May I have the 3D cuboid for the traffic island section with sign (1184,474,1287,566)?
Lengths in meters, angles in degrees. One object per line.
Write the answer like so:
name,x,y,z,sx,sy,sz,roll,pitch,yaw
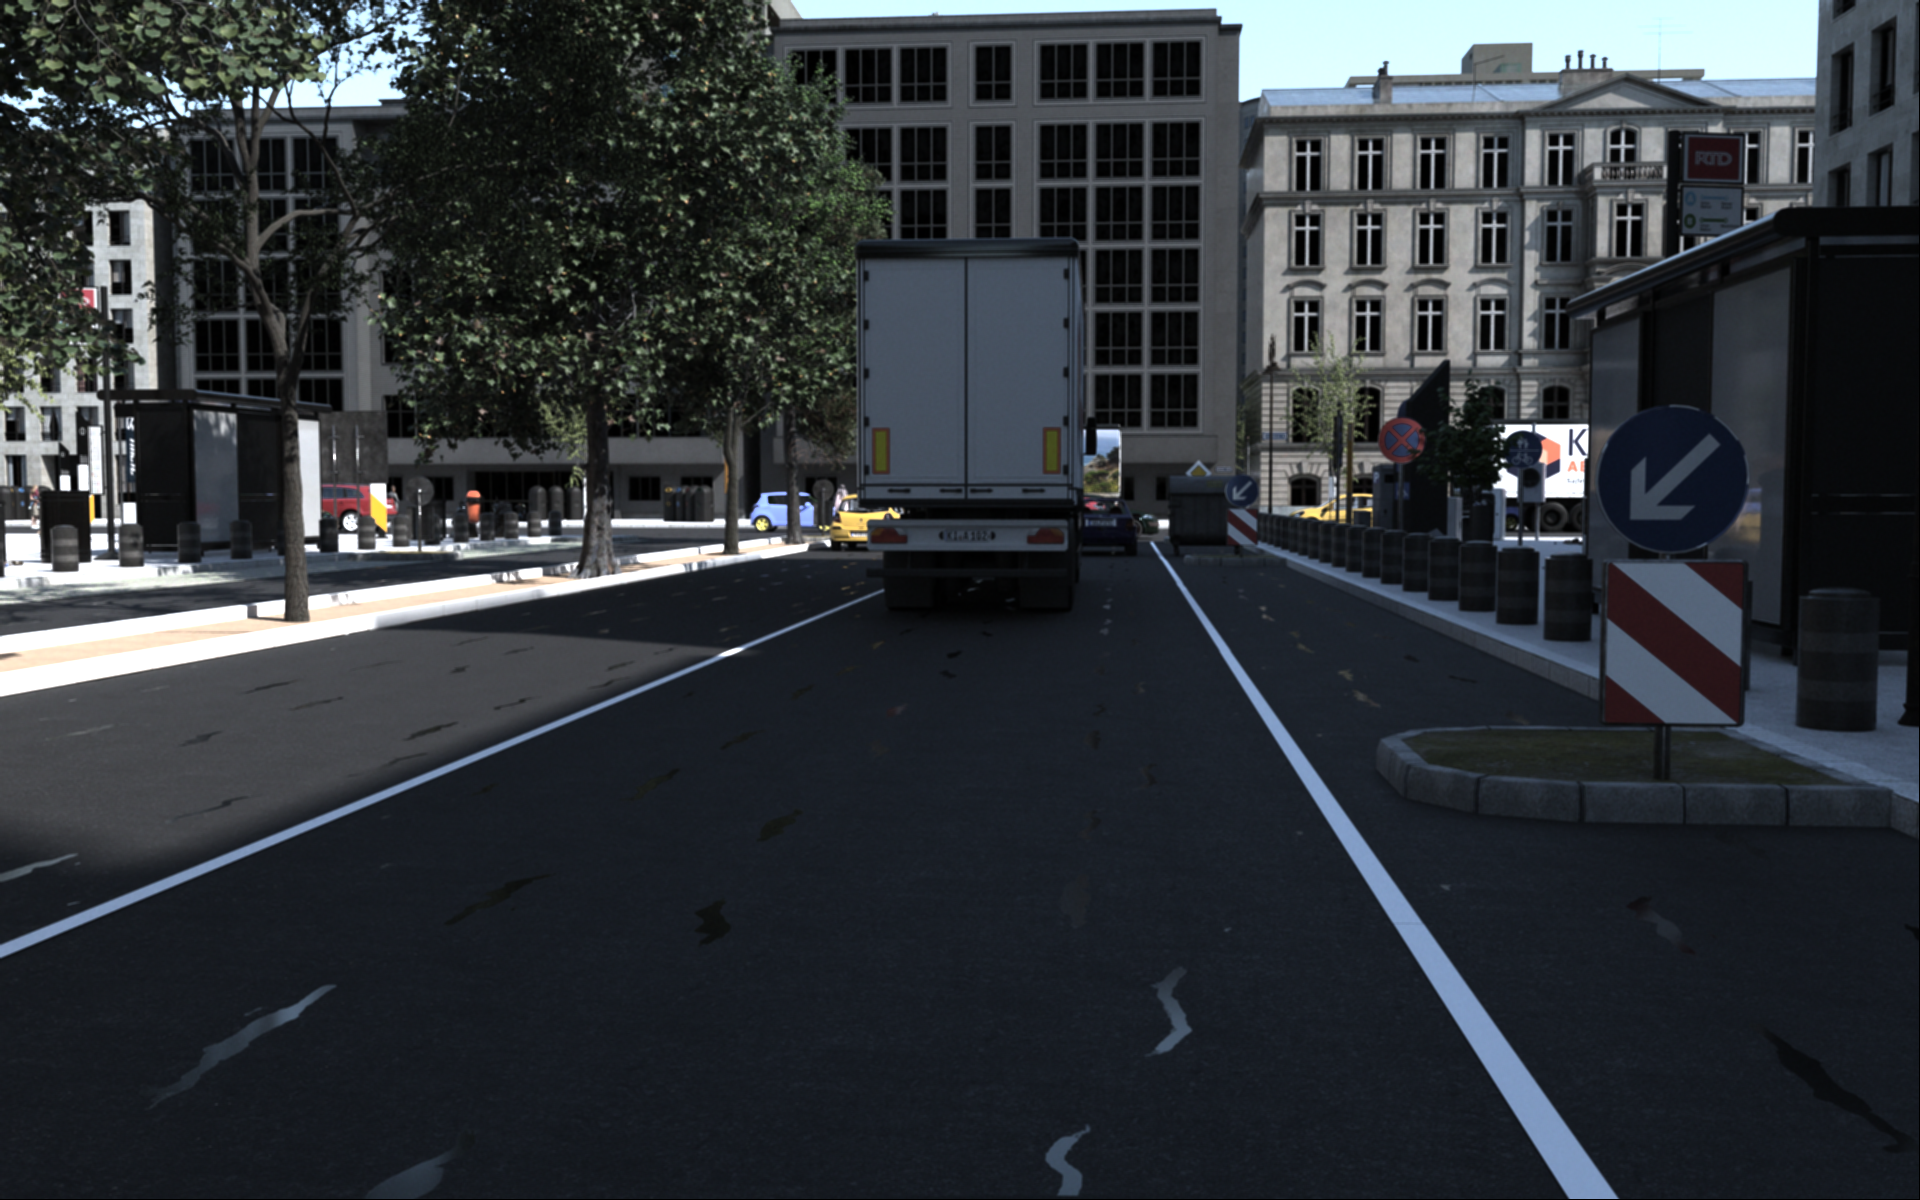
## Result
traffic island section with sign,5.609,-1.641,35.452,1.989,1.847,2.006,0,4,5

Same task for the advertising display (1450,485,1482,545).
advertising display,12.749,-2.353,43.686,0.974,1.923,0.123,-2,4,-28

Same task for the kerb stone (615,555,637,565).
kerb stone,-6.822,-0.798,35.243,0.120,0.150,1.000,0,4,5

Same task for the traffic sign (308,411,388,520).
traffic sign,-15.069,-2.976,42.527,2.265,3.308,0.079,1,4,14

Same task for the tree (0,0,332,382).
tree,-8.234,-6.201,10.502,9.857,13.997,8.962,0,3,0

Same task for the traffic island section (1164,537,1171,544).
traffic island section,7.002,-1.743,50.776,2.009,0.180,2.903,0,4,5

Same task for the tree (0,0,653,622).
tree,-7.350,-5.046,19.374,8.767,10.594,7.601,0,4,5

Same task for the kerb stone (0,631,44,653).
kerb stone,-8.611,0.398,15.803,0.120,0.150,1.000,0,4,5

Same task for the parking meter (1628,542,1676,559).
parking meter,5.791,-0.372,14.492,0.372,1.533,0.369,0,3,0

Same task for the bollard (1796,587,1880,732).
bollard,4.821,0.318,9.515,0.404,0.777,0.398,0,3,0

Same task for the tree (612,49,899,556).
tree,-5.266,-6.845,40.127,9.928,11.665,9.643,0,3,0

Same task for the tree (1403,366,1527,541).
tree,7.792,-1.945,26.402,1.663,3.219,1.824,0,3,0

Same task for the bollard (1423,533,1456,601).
bollard,5.878,-0.382,20.969,0.404,0.777,0.398,0,3,0

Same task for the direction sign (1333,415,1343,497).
direction sign,10.940,-3.560,50.203,0.379,3.537,0.876,0,4,-3

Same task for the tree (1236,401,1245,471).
tree,17.580,-10.059,114.825,4.737,8.622,4.395,0,3,0

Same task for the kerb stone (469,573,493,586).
kerb stone,-7.576,-0.294,27.068,0.120,0.150,1.000,0,4,5

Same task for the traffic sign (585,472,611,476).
traffic sign,-10.939,-2.980,52.362,0.795,2.450,0.064,0,4,5

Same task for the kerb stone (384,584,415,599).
kerb stone,-7.854,-0.111,24.003,0.120,0.150,1.000,0,4,5

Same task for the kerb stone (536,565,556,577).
kerb stone,-7.293,-0.486,30.137,0.120,0.150,1.000,0,4,5

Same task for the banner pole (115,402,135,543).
banner pole,-22.103,-3.428,46.059,0.401,3.779,0.863,2,4,30

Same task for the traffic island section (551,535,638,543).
traffic island section,-10.963,-1.844,52.425,2.009,0.180,2.903,0,4,5

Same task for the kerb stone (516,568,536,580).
kerb stone,-7.389,-0.423,29.112,0.120,0.150,1.000,0,4,5

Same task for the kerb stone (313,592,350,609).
kerb stone,-8.045,0.015,21.945,0.120,0.150,1.000,0,4,5

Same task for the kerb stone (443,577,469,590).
kerb stone,-7.666,-0.235,26.044,0.120,0.150,1.000,0,4,5

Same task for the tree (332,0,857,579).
tree,-6.126,-6.708,29.139,9.611,12.733,9.660,0,3,0

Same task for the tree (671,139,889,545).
tree,-4.775,-7.593,48.655,6.751,12.117,7.091,0,3,0

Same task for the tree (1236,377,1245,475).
tree,15.803,-9.305,102.502,4.360,8.622,3.978,0,3,0

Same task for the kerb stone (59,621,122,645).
kerb stone,-8.510,0.334,16.831,0.120,0.150,1.000,0,4,5

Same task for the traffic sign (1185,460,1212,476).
traffic sign,6.978,-2.878,50.701,0.795,2.450,0.064,0,4,5

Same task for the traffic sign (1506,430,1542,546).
traffic sign,11.227,-2.113,34.647,0.768,2.556,0.104,1,4,8

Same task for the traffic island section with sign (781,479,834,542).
traffic island section with sign,-4.216,-2.685,52.043,2.006,1.907,1.989,0,4,5

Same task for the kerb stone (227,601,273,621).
kerb stone,-8.231,0.140,19.902,0.120,0.150,1.000,0,4,5

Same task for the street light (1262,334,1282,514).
street light,9.000,-4.729,50.114,0.468,5.910,1.993,0,4,5

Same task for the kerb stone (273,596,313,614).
kerb stone,-8.138,0.078,20.923,0.120,0.150,1.000,0,4,5

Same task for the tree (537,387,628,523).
tree,-17.135,-7.792,77.757,4.737,8.622,4.395,0,3,0

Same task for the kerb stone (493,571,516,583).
kerb stone,-7.479,-0.360,28.088,0.120,0.150,1.000,0,4,5

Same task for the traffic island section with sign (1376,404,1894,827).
traffic island section with sign,3.125,0.009,8.477,1.989,1.847,2.006,0,4,5

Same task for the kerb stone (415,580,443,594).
kerb stone,-7.762,-0.171,25.023,0.120,0.150,1.000,0,4,5

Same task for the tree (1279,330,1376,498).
tree,16.554,-7.743,76.953,4.737,8.622,4.395,0,3,0

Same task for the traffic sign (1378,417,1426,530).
traffic sign,7.303,-1.748,28.681,0.768,2.556,0.104,1,4,15

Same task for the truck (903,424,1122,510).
truck,0.931,-5.016,70.925,11.283,4.237,2.839,0,4,6

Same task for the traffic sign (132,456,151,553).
traffic sign,-17.526,-2.216,37.410,0.795,2.450,0.064,1,4,13

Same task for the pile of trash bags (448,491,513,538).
pile of trash bags,-14.038,-2.498,50.590,1.912,1.369,3.447,-1,4,-10

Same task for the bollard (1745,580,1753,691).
bollard,5.000,0.202,11.419,0.404,0.777,0.398,0,3,0

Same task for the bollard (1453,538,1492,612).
bollard,5.701,-0.266,19.065,0.404,0.777,0.398,0,3,0

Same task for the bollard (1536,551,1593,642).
bollard,5.348,-0.031,15.231,0.404,0.777,0.398,0,3,0

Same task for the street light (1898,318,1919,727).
street light,5.314,-2.242,9.445,0.468,5.910,1.993,0,4,5

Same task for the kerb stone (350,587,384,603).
kerb stone,-7.949,-0.048,22.975,0.120,0.150,1.000,0,4,5

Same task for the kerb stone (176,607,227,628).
kerb stone,-8.332,0.203,18.878,0.120,0.150,1.000,0,4,5

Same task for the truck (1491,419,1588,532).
truck,25.471,-4.681,65.449,11.283,4.237,2.839,0,4,4

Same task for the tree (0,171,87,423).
tree,-21.037,-5.312,37.214,4.737,8.622,4.395,0,3,0

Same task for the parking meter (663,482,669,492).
parking meter,-14.086,-4.732,83.071,0.255,1.863,0.399,0,4,-7

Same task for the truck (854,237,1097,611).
truck,0.512,-2.184,24.620,2.839,4.237,11.283,0,4,5

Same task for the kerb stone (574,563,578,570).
kerb stone,-7.108,-0.611,32.177,0.120,0.150,1.000,0,4,5

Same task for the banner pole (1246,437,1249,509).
banner pole,12.611,-5.250,75.859,0.401,3.779,0.863,1,4,15

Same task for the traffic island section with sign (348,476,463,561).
traffic island section with sign,-11.973,-1.781,37.746,1.989,1.847,2.006,0,4,5

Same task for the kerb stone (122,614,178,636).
kerb stone,-8.421,0.269,17.857,0.120,0.150,1.000,0,4,5

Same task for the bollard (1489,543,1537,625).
bollard,5.521,-0.149,17.148,0.404,0.777,0.398,0,3,0

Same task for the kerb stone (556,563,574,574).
kerb stone,-7.197,-0.548,31.157,0.120,0.150,1.000,0,4,5

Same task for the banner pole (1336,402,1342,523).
banner pole,10.269,-3.489,47.059,0.401,3.779,0.863,1,4,14
